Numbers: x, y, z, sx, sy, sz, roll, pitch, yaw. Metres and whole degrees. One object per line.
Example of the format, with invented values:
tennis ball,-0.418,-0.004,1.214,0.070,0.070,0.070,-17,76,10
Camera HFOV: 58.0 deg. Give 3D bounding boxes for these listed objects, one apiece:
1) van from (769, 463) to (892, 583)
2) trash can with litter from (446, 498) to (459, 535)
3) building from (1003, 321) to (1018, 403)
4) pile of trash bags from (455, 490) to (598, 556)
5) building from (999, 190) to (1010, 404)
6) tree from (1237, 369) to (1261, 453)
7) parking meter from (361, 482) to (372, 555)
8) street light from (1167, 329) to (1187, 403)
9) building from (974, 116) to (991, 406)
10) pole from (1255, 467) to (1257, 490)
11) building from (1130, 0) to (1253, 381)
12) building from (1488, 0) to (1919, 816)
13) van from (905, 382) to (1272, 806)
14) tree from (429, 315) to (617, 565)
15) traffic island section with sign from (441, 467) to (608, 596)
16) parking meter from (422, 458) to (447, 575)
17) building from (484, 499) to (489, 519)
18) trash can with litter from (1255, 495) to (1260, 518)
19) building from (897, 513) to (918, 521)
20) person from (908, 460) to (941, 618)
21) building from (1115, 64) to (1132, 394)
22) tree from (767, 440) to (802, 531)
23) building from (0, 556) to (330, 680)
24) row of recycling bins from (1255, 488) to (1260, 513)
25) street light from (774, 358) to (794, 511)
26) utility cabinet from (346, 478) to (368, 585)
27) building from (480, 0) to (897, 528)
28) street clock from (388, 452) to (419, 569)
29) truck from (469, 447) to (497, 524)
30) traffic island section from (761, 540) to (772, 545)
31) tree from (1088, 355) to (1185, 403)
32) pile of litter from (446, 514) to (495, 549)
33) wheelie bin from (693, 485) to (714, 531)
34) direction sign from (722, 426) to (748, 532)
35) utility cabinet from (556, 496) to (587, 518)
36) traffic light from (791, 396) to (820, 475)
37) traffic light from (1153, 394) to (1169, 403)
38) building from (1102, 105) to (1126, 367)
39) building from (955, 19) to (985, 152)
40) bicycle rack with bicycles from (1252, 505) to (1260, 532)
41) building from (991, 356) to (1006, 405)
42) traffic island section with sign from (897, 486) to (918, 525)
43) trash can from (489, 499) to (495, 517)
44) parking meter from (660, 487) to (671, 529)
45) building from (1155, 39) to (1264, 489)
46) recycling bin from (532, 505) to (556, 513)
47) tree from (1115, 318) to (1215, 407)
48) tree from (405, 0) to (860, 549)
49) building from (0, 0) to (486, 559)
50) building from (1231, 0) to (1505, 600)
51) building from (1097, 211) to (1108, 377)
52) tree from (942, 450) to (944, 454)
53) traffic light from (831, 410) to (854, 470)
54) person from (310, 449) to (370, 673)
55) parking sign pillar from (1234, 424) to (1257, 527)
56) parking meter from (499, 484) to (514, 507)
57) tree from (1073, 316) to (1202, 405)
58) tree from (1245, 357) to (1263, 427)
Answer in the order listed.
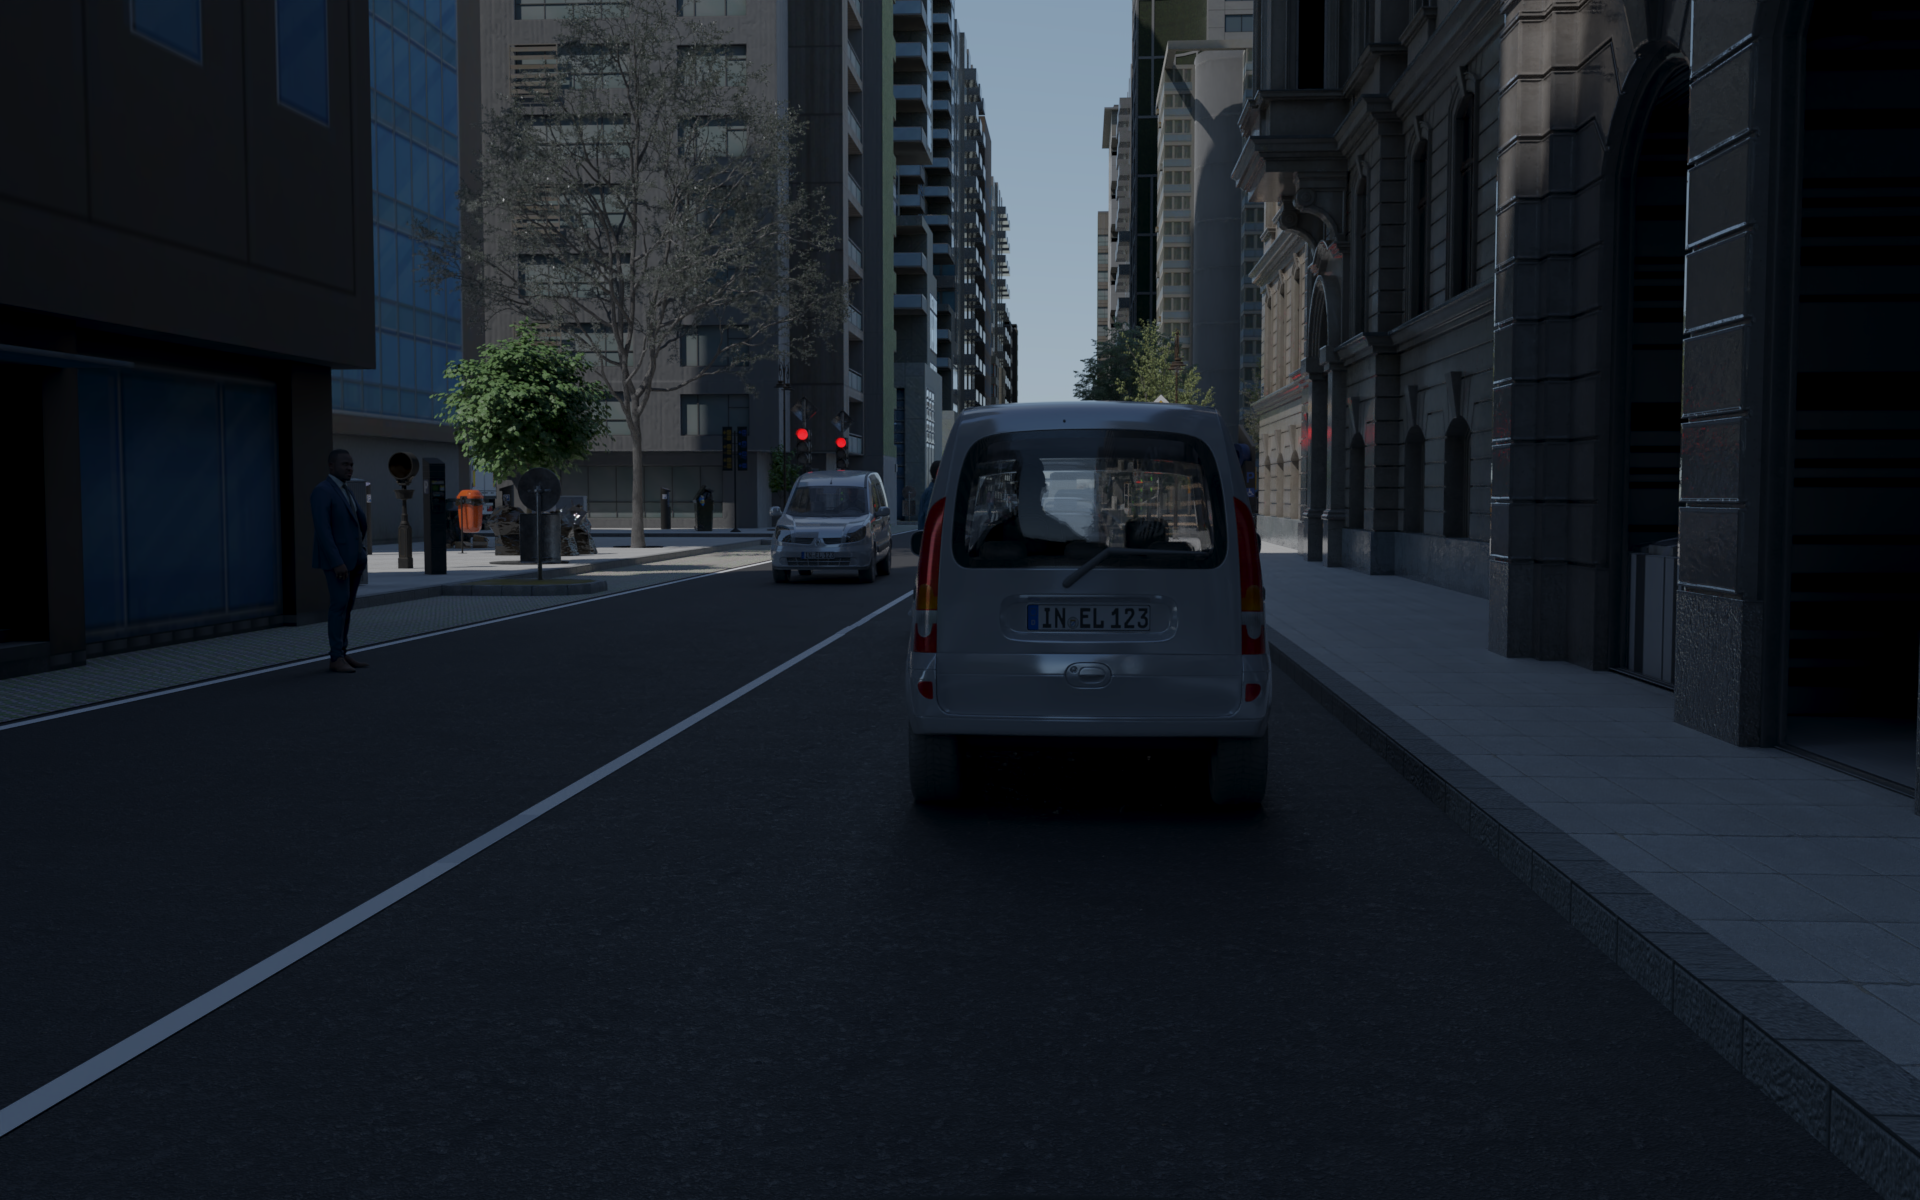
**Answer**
van,-2.126,-1.364,29.309,2.013,2.044,4.112,0,4,3
trash can with litter,-13.250,-2.081,45.419,0.624,1.170,1.055,-1,4,-19
building,2.234,-31.295,283.368,14.160,30.474,14.107,0,4,4
pile of trash bags,-9.376,-1.659,36.884,3.447,1.369,1.912,2,4,27
building,-3.865,-39.225,260.932,23.786,49.044,30.456,0,4,4
tree,18.142,-9.260,101.757,4.360,8.622,3.978,0,3,0
parking meter,-12.585,-1.716,36.463,0.372,1.533,0.369,0,3,0
street light,6.059,-4.632,48.527,0.468,5.910,1.993,0,4,4
building,-3.616,-33.726,201.525,14.600,45.320,14.200,0,4,4
pole,22.228,-8.357,130.487,0.158,3.312,0.155,0,3,0
building,24.593,-44.430,164.683,20.563,71.187,20.611,0,4,4
building,9.373,-9.775,1.628,13.314,21.916,24.055,0,4,4
van,0.678,-0.145,9.377,2.013,2.044,4.112,0,4,4
tree,-8.055,-2.947,31.902,4.285,4.588,4.351,0,3,0
traffic island section with sign,-6.220,-1.008,25.105,1.989,1.847,2.006,0,4,4
parking meter,-8.375,-1.340,27.612,0.255,1.863,0.399,-3,4,-37
building,-34.873,-25.365,69.337,28.867,44.769,22.147,0,4,4
trash can with litter,15.976,-4.956,92.088,1.678,1.210,2.233,1,4,10
building,-11.773,-48.081,98.799,22.319,86.520,31.000,0,4,4
person,-0.324,-0.572,18.199,0.444,1.785,0.601,0,4,2
building,28.411,-34.926,190.640,23.786,49.044,30.456,0,4,4
tree,-6.336,-4.046,60.746,1.663,3.219,1.824,0,3,0
building,-14.041,-22.132,11.961,14.600,45.320,14.200,0,4,4
row of recycling bins,20.619,-6.721,117.007,3.534,1.692,1.069,2,4,30
street light,-5.887,-5.219,58.119,0.468,5.910,1.993,0,4,4
utility cabinet,-8.806,-0.932,23.909,1.173,1.500,0.318,-3,5,-44
building,-10.294,-23.604,69.518,14.154,41.232,14.086,0,4,4
street clock,-9.551,-1.542,29.781,0.471,2.002,0.358,1,4,13
truck,-20.416,-3.999,54.294,11.283,4.237,2.839,0,4,3
traffic island section,-4.484,-1.680,49.745,2.009,0.180,2.903,0,4,4
tree,11.881,-11.051,115.101,8.767,10.594,7.601,0,4,-1
pile of litter,-11.719,-1.663,41.147,1.719,0.858,1.176,-1,4,-12
wheelie bin,-8.820,-3.167,59.690,0.693,1.594,0.980,-1,4,-18
direction sign,-7.546,-4.045,58.132,0.876,3.537,0.379,1,4,13
utility cabinet,-13.151,-2.902,58.601,1.020,1.237,0.306,1,4,13
traffic light,-4.445,-3.712,49.607,0.839,4.253,0.868,0,4,4
traffic light,5.643,-3.670,48.921,0.839,4.253,0.868,0,4,4
building,33.271,-39.177,229.780,28.713,52.752,27.495,0,4,4
building,-8.916,-34.240,179.440,23.786,49.044,30.456,0,4,4
bicycle rack with bicycles,9.751,-2.670,57.038,2.925,0.926,2.852,-1,4,-21
building,-8.314,-23.643,231.600,27.650,21.520,28.899,0,4,4
traffic island section with sign,-2.334,-4.400,80.560,1.989,1.847,2.006,0,4,4
trash can,-22.638,-4.415,83.831,0.748,1.137,0.748,0,3,0
parking meter,-10.750,-3.355,63.268,0.372,1.533,0.369,0,3,0
building,28.898,-27.592,143.014,32.217,40.220,23.993,0,4,4
recycling bin,-14.209,-2.836,58.918,0.722,1.027,0.722,2,4,25
tree,8.378,-7.457,72.277,4.737,8.622,4.395,0,3,0
tree,-7.654,-7.972,40.710,12.009,13.543,11.850,0,3,0
building,-21.273,-24.006,42.616,14.200,45.320,14.600,0,4,4
building,12.310,-12.946,30.745,14.460,24.649,34.723,0,4,4
building,26.875,-34.729,251.407,14.154,41.232,14.086,0,4,4
tree,-1.103,-8.859,128.559,4.285,4.588,4.351,0,3,0
traffic light,-3.888,-4.199,57.573,0.839,4.253,0.868,0,4,4
person,-5.077,-0.335,14.167,0.419,1.800,0.721,0,4,-3
parking sign pillar,10.881,-4.772,66.491,1.447,3.967,1.447,-1,4,-15
parking meter,-11.701,-2.221,44.731,0.372,1.533,0.369,0,3,0
tree,12.607,-13.370,125.250,9.857,13.997,8.962,0,3,0
tree,17.097,-8.385,87.463,4.737,8.622,4.395,0,3,0
